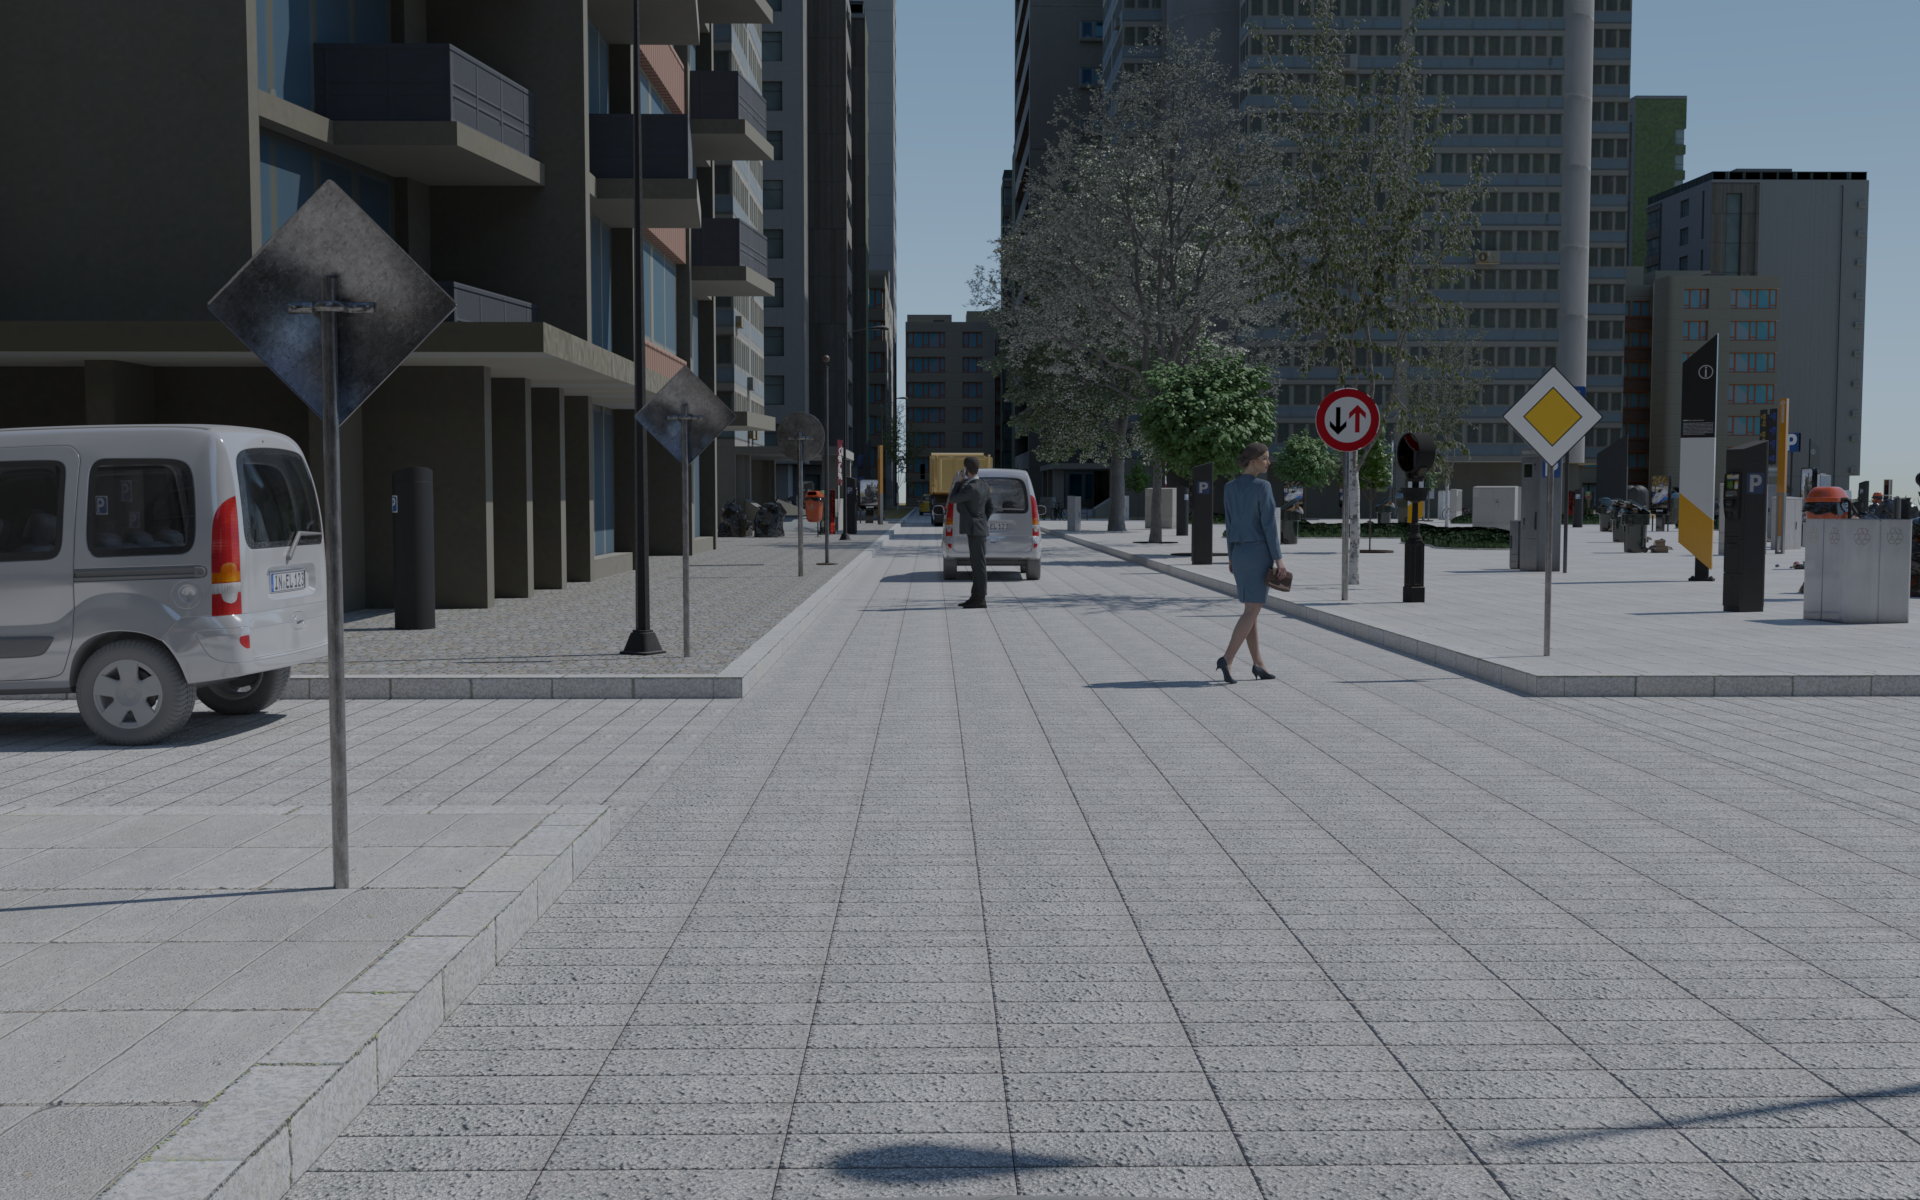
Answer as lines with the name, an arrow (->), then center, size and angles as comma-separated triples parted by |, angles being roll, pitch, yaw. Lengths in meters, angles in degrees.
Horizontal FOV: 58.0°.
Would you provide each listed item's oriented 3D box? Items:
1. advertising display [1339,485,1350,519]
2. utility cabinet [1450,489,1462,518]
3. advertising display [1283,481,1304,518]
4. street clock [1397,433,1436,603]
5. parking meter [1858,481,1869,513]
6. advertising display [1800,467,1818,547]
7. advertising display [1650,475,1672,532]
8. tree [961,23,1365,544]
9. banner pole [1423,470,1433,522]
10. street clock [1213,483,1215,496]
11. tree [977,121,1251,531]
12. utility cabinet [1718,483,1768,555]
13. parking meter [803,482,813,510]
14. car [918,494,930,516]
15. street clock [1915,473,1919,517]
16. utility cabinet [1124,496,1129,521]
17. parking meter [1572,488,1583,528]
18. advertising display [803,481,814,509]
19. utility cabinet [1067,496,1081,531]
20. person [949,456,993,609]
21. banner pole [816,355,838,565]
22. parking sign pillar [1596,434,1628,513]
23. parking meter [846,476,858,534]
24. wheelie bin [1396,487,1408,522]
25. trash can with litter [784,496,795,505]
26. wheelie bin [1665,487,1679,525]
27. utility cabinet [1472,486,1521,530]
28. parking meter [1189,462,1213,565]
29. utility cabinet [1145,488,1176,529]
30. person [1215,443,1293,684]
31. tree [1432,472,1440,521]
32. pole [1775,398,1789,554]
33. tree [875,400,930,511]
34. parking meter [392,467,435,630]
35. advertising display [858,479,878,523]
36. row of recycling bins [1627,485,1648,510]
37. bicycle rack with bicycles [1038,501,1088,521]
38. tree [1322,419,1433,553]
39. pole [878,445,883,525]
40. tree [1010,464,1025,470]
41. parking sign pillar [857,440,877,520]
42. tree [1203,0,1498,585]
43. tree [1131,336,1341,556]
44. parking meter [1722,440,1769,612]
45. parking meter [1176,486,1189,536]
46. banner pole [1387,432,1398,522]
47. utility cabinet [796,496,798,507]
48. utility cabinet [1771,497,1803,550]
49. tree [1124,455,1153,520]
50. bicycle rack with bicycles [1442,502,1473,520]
advertising display -> 19.887, -5.111, 88.778 | 0.974, 1.923, 0.123 | 3, 5, 41
utility cabinet -> 22.404, -4.251, 78.189 | 0.318, 1.500, 1.173 | 2, 4, 27
advertising display -> 15.936, -4.746, 82.817 | 0.974, 1.923, 0.123 | 0, 4, 0
street clock -> 5.381, -0.973, 20.480 | 0.358, 2.002, 0.471 | -1, 4, -19
parking meter -> 39.482, -4.281, 75.701 | 0.255, 1.863, 0.399 | -1, 4, -18
advertising display -> 20.616, -2.256, 42.099 | 0.123, 1.923, 0.974 | 1, 4, 11
advertising display -> 24.023, -3.313, 59.373 | 0.123, 1.923, 0.974 | -1, 4, -13
tree -> 5.226, -8.217, 44.720 | 12.009, 13.543, 11.850 | 0, 3, 0
banner pole -> 21.513, -5.523, 80.325 | 0.863, 3.779, 0.401 | 1, 4, 10
street clock -> 11.524, -4.581, 79.476 | 0.358, 2.002, 0.471 | 1, 4, 20
tree -> 5.350, -9.371, 59.875 | 9.857, 13.997, 8.962 | 0, 3, 0
utility cabinet -> 16.422, -1.689, 36.288 | 1.173, 1.500, 0.318 | -2, 4, -30
parking meter -> -7.136, -4.628, 81.384 | 0.399, 1.863, 0.255 | -2, 4, -27
car -> -1.861, -6.489, 116.313 | 2.015, 1.641, 3.980 | 0, 4, 0
street clock -> 31.352, -3.168, 56.361 | 0.471, 2.002, 0.358 | 0, 4, 1
utility cabinet -> 7.789, -4.407, 83.212 | 0.306, 1.237, 1.020 | 2, 4, 30
parking meter -> 23.652, -3.540, 66.297 | 0.372, 1.533, 0.369 | 0, 3, 0
advertising display -> -7.673, -4.971, 86.494 | 0.974, 1.923, 0.123 | 3, 5, 40
utility cabinet -> 3.964, -2.990, 60.043 | 0.306, 1.237, 1.020 | 1, 4, 15
person -> 0.132, -0.850, 21.758 | 0.474, 1.900, 0.648 | 1, 4, 14
banner pole -> -2.426, -2.540, 31.542 | 0.401, 3.779, 0.863 | 0, 4, -4
parking sign pillar -> 29.410, -5.483, 78.120 | 1.447, 3.967, 1.447 | 2, 4, 27
parking meter -> -3.481, -3.042, 55.443 | 0.399, 1.863, 0.255 | 1, 4, 12
wheelie bin -> 19.794, -4.234, 77.141 | 0.693, 1.594, 0.980 | 2, 4, 29
trash can with litter -> -8.490, -4.429, 83.805 | 1.055, 1.170, 0.624 | 2, 4, 23
wheelie bin -> 30.065, -3.985, 73.066 | 0.693, 1.594, 0.980 | -2, 4, -27
utility cabinet -> 14.916, -2.423, 48.294 | 1.173, 1.500, 0.318 | 2, 4, 35
parking meter -> 4.378, -1.573, 31.435 | 0.399, 1.863, 0.255 | 0, 4, -2
utility cabinet -> 7.296, -3.322, 62.989 | 1.173, 1.500, 0.318 | 3, 5, 39
person -> 2.183, -0.286, 13.208 | 0.654, 1.822, 0.581 | -1, 4, -22
tree -> 21.901, -5.328, 81.712 | 1.663, 3.219, 1.824 | 0, 3, 0
pole -> 17.576, -2.641, 37.031 | 0.158, 3.312, 0.155 | 0, 3, 0
tree -> -4.651, -11.222, 133.846 | 4.737, 8.622, 4.395 | 0, 3, 0
parking meter -> -5.194, -0.493, 16.465 | 0.372, 1.533, 0.369 | 0, 3, 0
advertising display -> -3.966, -4.309, 75.663 | 0.974, 1.923, 0.123 | -2, 4, -28
row of recycling bins -> 32.382, -4.695, 83.870 | 1.069, 1.692, 3.534 | 0, 4, 4
bicycle rack with bicycles -> 5.026, -4.320, 84.018 | 2.852, 0.926, 2.925 | 0, 4, -6
tree -> 9.048, -2.652, 37.966 | 1.663, 3.219, 1.824 | 0, 3, 0
pole -> -3.331, -4.808, 72.456 | 0.158, 3.312, 0.155 | 0, 3, 0
tree -> 3.634, -7.084, 110.431 | 1.663, 3.219, 1.824 | 0, 3, 0
parking sign pillar -> -4.723, -5.937, 85.542 | 1.447, 3.967, 1.447 | 1, 4, 9
tree -> 5.514, -4.510, 24.097 | 4.360, 8.622, 3.978 | 0, 3, 0
tree -> 5.192, -3.215, 36.287 | 4.285, 4.588, 4.351 | 0, 3, 0
parking meter -> 8.544, -0.804, 18.860 | 0.399, 1.863, 0.255 | -1, 4, -17
parking meter -> 6.827, -2.738, 53.175 | 0.372, 1.533, 0.369 | 0, 3, 0
banner pole -> 17.416, -4.887, 69.916 | 0.401, 3.779, 0.863 | 1, 4, 23
utility cabinet -> -7.777, -4.682, 87.709 | 1.020, 1.237, 0.306 | 1, 4, 20
utility cabinet -> 19.136, -1.769, 40.084 | 1.020, 1.237, 0.306 | -3, 5, -42
tree -> 8.781, -5.615, 86.413 | 1.663, 3.219, 1.824 | 0, 3, 0
bicycle rack with bicycles -> 24.888, -4.237, 82.652 | 2.852, 0.926, 2.925 | -2, 4, -32
